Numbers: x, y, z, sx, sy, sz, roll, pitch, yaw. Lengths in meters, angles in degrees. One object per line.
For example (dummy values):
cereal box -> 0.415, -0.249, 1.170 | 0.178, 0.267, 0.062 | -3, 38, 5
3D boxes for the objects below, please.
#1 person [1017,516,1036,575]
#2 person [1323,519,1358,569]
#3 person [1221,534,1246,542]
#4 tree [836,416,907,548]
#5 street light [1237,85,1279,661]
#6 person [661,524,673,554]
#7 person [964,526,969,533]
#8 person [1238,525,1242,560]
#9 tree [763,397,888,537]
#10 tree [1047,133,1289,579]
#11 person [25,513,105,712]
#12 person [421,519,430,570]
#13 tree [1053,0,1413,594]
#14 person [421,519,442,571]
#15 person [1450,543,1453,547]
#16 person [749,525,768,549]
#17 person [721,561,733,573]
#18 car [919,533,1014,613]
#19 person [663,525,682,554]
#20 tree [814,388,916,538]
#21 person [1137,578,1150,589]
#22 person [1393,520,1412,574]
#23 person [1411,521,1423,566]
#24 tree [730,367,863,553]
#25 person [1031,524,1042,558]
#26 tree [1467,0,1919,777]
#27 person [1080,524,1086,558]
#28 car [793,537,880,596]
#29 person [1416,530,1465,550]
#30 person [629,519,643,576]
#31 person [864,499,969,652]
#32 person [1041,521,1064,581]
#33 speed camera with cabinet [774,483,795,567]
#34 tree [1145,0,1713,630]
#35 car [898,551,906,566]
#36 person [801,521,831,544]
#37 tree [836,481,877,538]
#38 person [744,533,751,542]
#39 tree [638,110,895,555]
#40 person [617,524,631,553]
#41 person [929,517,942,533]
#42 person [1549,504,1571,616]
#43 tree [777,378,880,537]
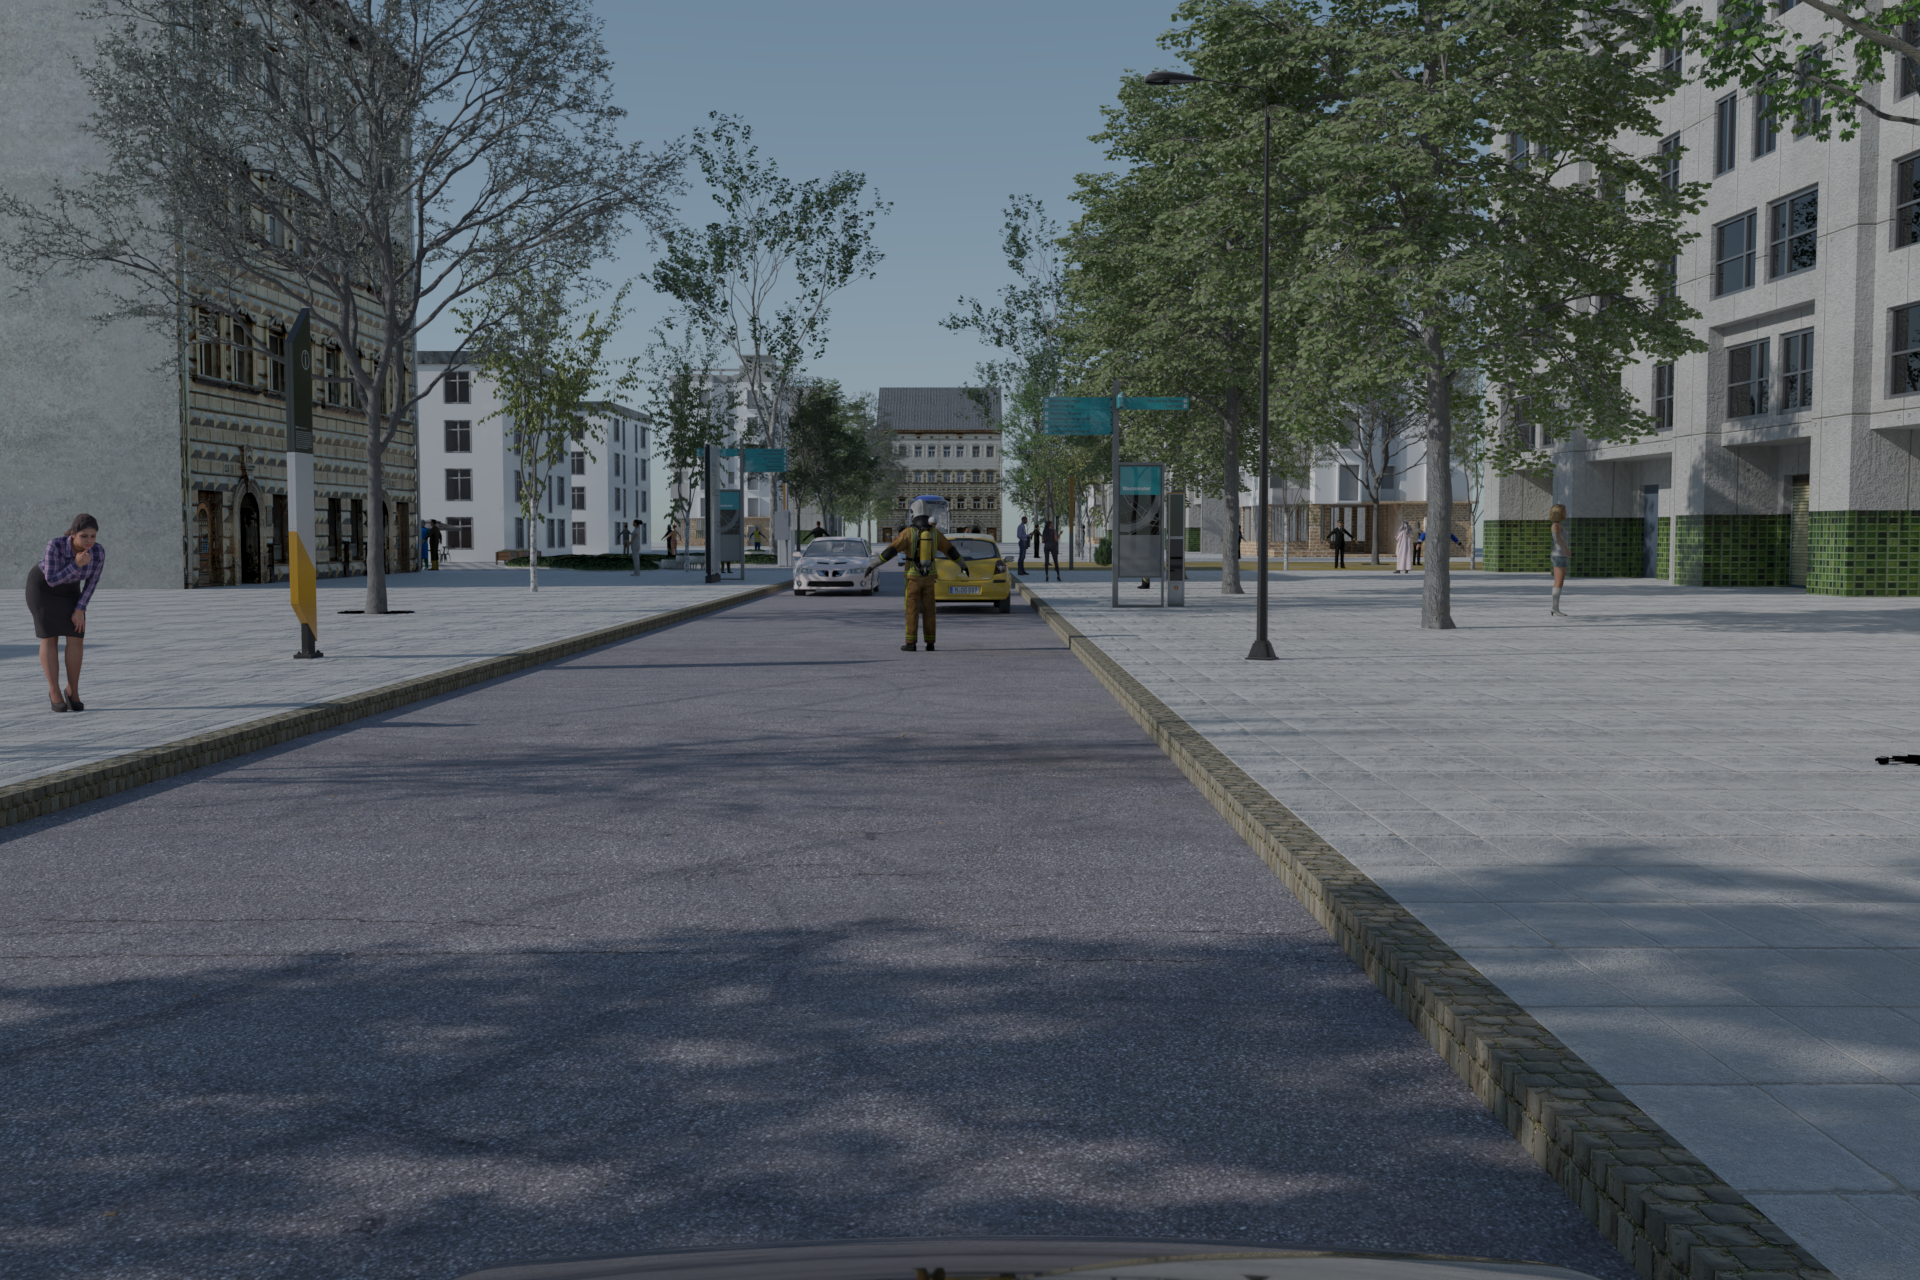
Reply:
person -> 2.076, -2.935, 53.903 | 0.599, 1.838, 0.709 | 1, 4, 10
person -> 14.145, -3.580, 64.460 | 1.347, 1.837, 0.705 | 0, 4, -5
person -> 12.837, -4.620, 81.513 | 1.349, 1.833, 0.705 | 3, 5, 40
tree -> -8.769, -15.093, 164.892 | 7.486, 12.596, 7.792 | 0, 3, 0
street light -> 3.631, -2.752, 17.542 | 1.470, 5.913, 1.316 | 0, 3, 0
person -> -16.855, -5.785, 100.371 | 0.705, 1.856, 1.354 | -3, 5, -44
person -> 0.327, -3.656, 68.954 | 1.216, 1.740, 0.721 | -3, 5, -40
person -> 13.805, -4.872, 86.384 | 0.721, 1.740, 1.216 | 2, 4, 29
tree -> -8.748, -10.856, 111.906 | 8.767, 10.594, 7.601 | -2, 4, -27
tree -> 5.982, -7.978, 48.565 | 7.486, 12.596, 7.792 | 0, 3, 0
person -> -6.392, -0.194, 12.443 | 0.697, 1.427, 0.421 | 3, 4, 36
person -> -19.388, -3.445, 62.452 | 1.347, 1.817, 0.704 | 1, 4, 13
tree -> 5.709, -7.238, 36.462 | 7.486, 12.596, 7.792 | 0, 3, 0
person -> -18.531, -3.351, 60.932 | 0.704, 1.812, 1.346 | 1, 4, 13
person -> 18.700, -3.510, 66.647 | 0.991, 1.433, 0.599 | -3, 5, -45
person -> -10.906, -5.328, 93.578 | 1.216, 1.772, 0.721 | 2, 4, 27
person -> -7.623, -3.056, 56.735 | 1.217, 1.736, 0.721 | -3, 5, -42
car -> 0.047, -1.376, 32.724 | 2.015, 1.641, 3.980 | 0, 4, -1
person -> -13.603, -4.605, 82.093 | 0.721, 1.733, 1.217 | 2, 4, 32
tree -> -8.378, -14.358, 145.127 | 12.009, 13.543, 11.850 | 0, 3, 0
person -> 4.291, -2.113, 40.419 | 0.704, 1.845, 1.351 | 0, 4, 1
person -> 14.416, -3.027, 56.197 | 0.551, 1.740, 0.621 | -2, 4, -35
person -> 18.631, -3.938, 70.509 | 0.705, 1.813, 1.348 | -3, 4, -36
tree -> -9.160, -9.868, 95.749 | 8.767, 10.594, 7.601 | 2, 4, 28
person -> 4.093, -5.227, 91.652 | 0.705, 1.806, 1.347 | -2, 4, -33
tree -> 5.784, -5.096, 9.074 | 9.928, 11.665, 9.643 | 0, 3, 0
person -> 6.662, -5.414, 94.664 | 0.704, 1.843, 1.345 | 0, 4, 5
car -> -2.938, -1.800, 41.784 | 2.083, 1.381, 4.827 | 0, 4, 0
person -> 11.700, -2.223, 42.326 | 1.345, 1.831, 0.704 | -1, 4, -18
person -> -10.011, -2.833, 53.088 | 0.721, 1.739, 1.217 | 0, 4, -3
person -> -0.497, -0.794, 21.202 | 1.354, 1.858, 0.705 | -1, 4, -20
person -> 2.505, -2.415, 47.004 | 0.593, 1.643, 0.415 | -2, 4, -23
speed camera with cabinet -> -6.884, -4.502, 67.944 | 0.660, 3.252, 2.038 | 0, 4, 1
tree -> 6.068, -6.429, 23.245 | 7.486, 12.596, 7.792 | 0, 3, 0
car -> -1.873, -4.049, 78.210 | 2.014, 1.417, 4.499 | 0, 4, 1
person -> -5.609, -3.812, 68.544 | 1.346, 1.802, 0.704 | -1, 4, -21
tree -> -9.023, -12.682, 157.706 | 4.360, 8.622, 3.978 | 0, 3, 0
person -> -10.352, -4.520, 80.095 | 1.347, 1.806, 0.705 | 0, 4, -8
tree -> -10.141, -13.733, 80.418 | 12.611, 20.169, 13.585 | 0, 3, 0
person -> -17.688, -5.238, 91.909 | 1.348, 1.796, 0.705 | 1, 4, 23
person -> -0.660, -2.024, 41.411 | 1.347, 1.847, 0.705 | -2, 4, -31
person -> 9.445, -1.251, 27.073 | 0.721, 1.753, 1.214 | 1, 4, 16
tree -> -9.656, -12.756, 126.694 | 7.486, 12.596, 7.792 | 0, 3, 0
